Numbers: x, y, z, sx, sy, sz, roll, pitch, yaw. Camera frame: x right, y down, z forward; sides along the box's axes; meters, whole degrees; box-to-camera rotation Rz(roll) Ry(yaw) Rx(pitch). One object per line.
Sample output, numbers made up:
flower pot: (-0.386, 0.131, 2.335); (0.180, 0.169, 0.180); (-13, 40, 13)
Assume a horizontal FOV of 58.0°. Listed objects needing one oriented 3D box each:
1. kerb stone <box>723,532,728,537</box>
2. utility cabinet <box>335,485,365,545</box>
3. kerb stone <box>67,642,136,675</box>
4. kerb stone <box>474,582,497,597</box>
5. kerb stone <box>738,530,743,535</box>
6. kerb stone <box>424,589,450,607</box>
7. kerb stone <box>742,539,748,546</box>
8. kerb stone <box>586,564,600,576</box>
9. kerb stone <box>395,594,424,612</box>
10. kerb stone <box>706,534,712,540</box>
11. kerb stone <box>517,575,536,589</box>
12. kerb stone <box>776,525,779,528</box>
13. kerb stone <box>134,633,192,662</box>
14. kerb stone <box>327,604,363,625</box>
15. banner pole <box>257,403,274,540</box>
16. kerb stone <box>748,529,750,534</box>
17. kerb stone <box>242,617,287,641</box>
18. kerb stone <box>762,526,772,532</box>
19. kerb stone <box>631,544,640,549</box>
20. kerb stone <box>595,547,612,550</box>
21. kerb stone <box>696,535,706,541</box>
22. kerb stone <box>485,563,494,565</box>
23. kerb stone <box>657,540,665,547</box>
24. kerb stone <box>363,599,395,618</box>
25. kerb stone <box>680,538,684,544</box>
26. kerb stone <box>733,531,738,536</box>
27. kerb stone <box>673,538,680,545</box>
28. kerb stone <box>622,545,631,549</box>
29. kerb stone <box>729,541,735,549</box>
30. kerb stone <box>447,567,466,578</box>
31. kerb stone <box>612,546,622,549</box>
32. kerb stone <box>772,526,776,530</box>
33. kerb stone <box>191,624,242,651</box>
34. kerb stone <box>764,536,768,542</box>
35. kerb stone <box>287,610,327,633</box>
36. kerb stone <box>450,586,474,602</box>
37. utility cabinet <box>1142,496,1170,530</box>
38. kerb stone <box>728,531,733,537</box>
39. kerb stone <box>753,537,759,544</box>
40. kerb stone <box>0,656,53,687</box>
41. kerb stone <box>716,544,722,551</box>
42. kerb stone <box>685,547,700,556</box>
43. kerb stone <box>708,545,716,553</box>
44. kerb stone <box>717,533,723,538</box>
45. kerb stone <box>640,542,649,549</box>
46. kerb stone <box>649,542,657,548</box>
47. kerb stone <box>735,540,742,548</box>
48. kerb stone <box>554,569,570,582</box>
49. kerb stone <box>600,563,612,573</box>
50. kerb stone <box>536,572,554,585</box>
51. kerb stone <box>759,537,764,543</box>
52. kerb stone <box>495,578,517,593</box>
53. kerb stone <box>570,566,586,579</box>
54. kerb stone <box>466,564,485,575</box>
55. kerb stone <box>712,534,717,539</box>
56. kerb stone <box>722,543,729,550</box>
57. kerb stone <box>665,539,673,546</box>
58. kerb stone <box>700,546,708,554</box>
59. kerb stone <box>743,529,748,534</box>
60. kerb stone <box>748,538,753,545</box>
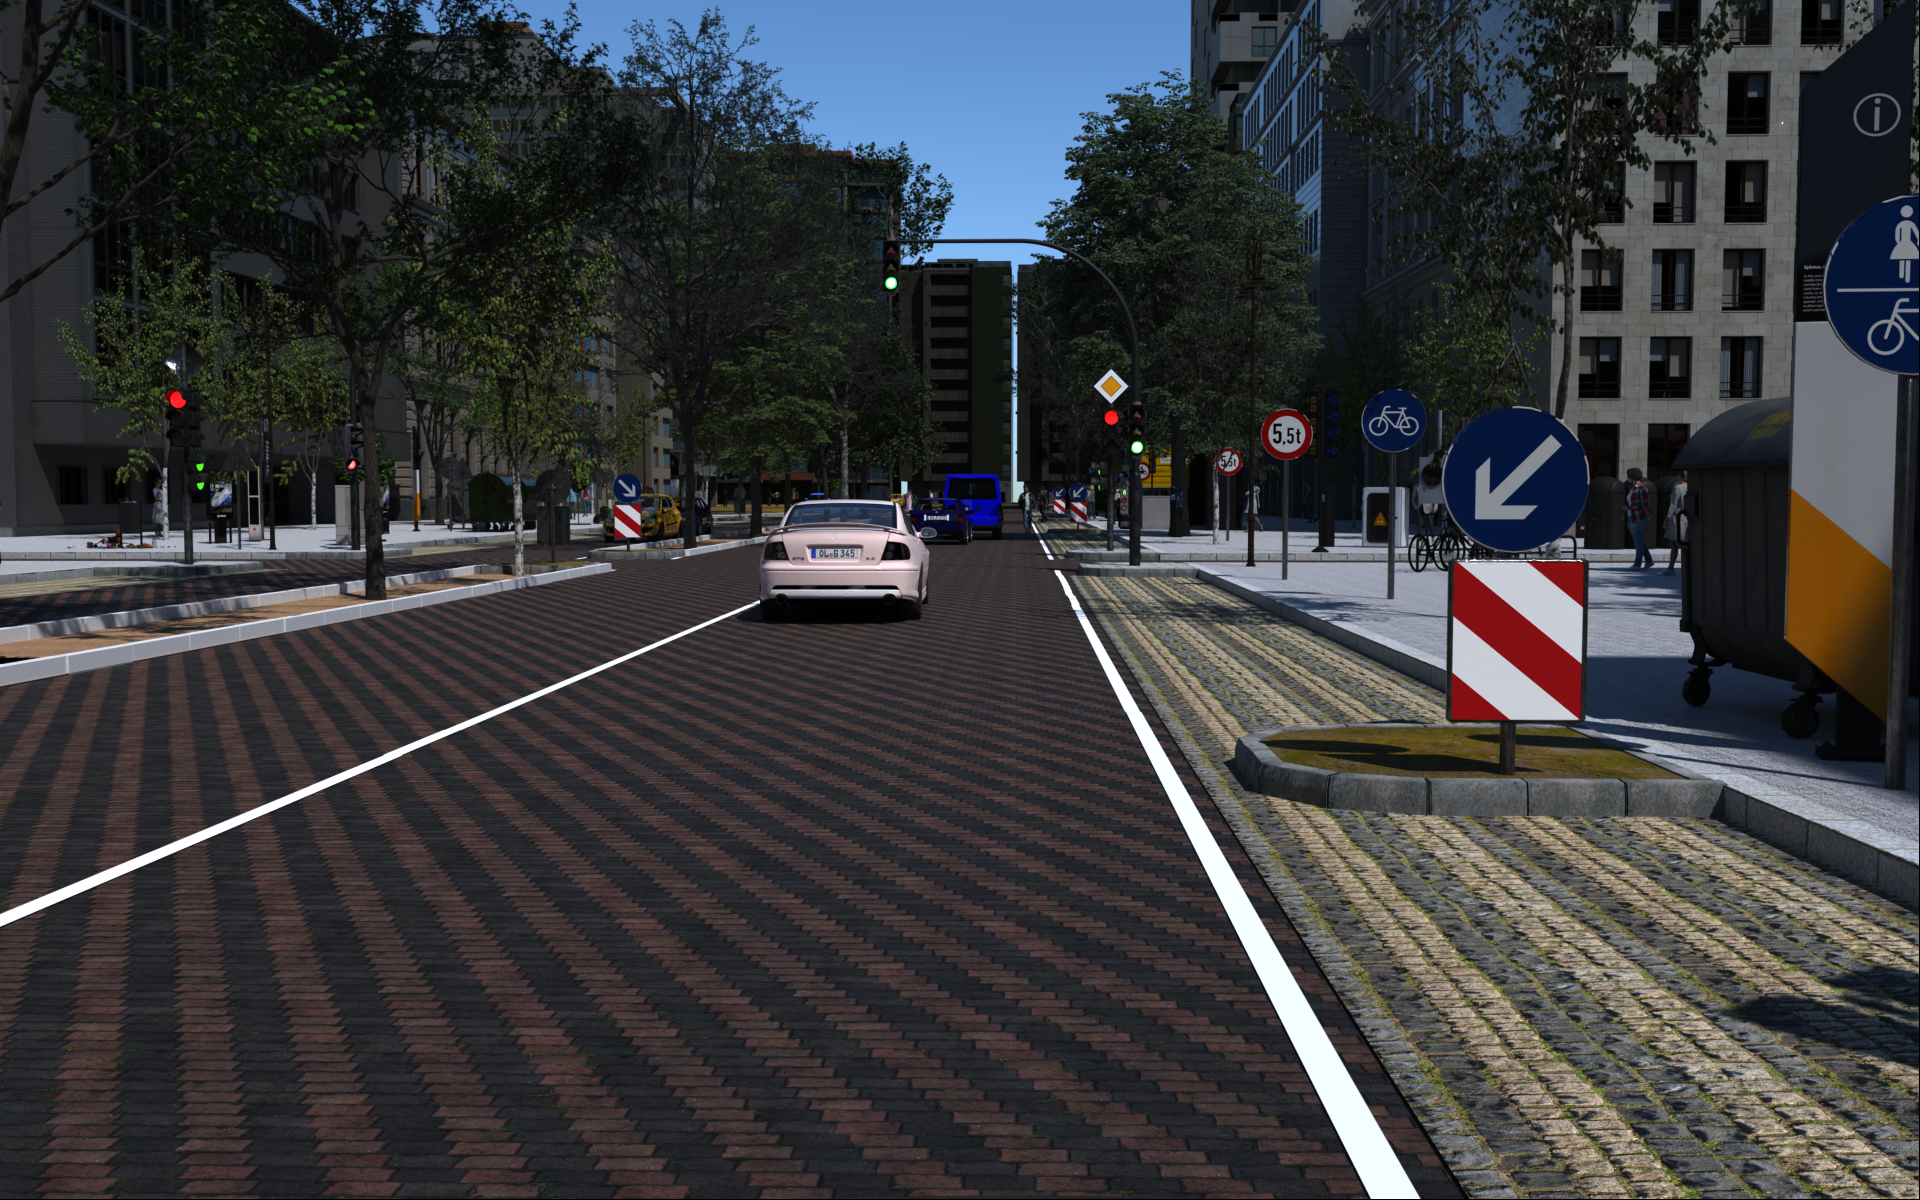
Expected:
kerb stone: (-7.834, -2.120, 56.863); (0.120, 0.150, 1.000); (0, 4, 2)
utility cabinet: (-15.306, -2.140, 43.665); (0.318, 1.500, 1.173); (0, 4, 8)
kerb stone: (-7.113, 0.487, 14.240); (0.120, 0.150, 1.000); (0, 4, 2)
kerb stone: (-6.787, -0.132, 24.465); (0.120, 0.150, 1.000); (0, 4, 2)
kerb stone: (-7.738, -2.309, 59.946); (0.120, 0.150, 1.000); (0, 4, 2)
kerb stone: (-6.854, -0.014, 22.421); (0.120, 0.150, 1.000); (0, 4, 2)
kerb stone: (-6.035, -1.551, 47.554); (0.120, 0.150, 1.000); (0, 4, 2)
kerb stone: (-6.586, -0.515, 30.622); (0.120, 0.150, 1.000); (0, 4, 2)
kerb stone: (-6.888, 0.052, 21.400); (0.120, 0.150, 1.000); (0, 4, 2)
kerb stone: (-7.940, -1.932, 53.780); (0.120, 0.150, 1.000); (0, 4, 2)
kerb stone: (-6.721, -0.264, 26.511); (0.120, 0.150, 1.000); (0, 4, 2)
kerb stone: (-7.435, -2.868, 69.160); (0.120, 0.150, 1.000); (0, 4, 2)
kerb stone: (-7.088, 0.424, 15.261); (0.120, 0.150, 1.000); (0, 4, 2)
kerb stone: (-6.954, 0.174, 19.353); (0.120, 0.150, 1.000); (0, 4, 2)
banner pole: (-19.170, -3.535, 47.810); (0.863, 3.779, 0.401); (3, 4, 39)
kerb stone: (-7.664, -2.434, 61.989); (0.120, 0.150, 1.000); (0, 4, 2)
kerb stone: (-7.026, 0.299, 17.305); (0.120, 0.150, 1.000); (0, 4, 2)
kerb stone: (-7.501, -2.747, 67.111); (0.120, 0.150, 1.000); (0, 4, 2)
kerb stone: (-8.268, -1.305, 43.533); (0.120, 0.150, 1.000); (0, 4, 2)
kerb stone: (-8.369, -1.117, 40.462); (0.120, 0.150, 1.000); (0, 4, 2)
kerb stone: (-7.964, -1.862, 52.758); (0.120, 0.150, 1.000); (0, 4, 2)
kerb stone: (-8.656, -0.578, 31.722); (0.120, 0.150, 1.000); (0, 4, 2)
kerb stone: (-8.169, -1.489, 46.620); (0.120, 0.150, 1.000); (0, 4, 2)
kerb stone: (-6.920, 0.111, 20.374); (0.120, 0.150, 1.000); (0, 4, 2)
kerb stone: (-8.071, -1.682, 49.689); (0.120, 0.150, 1.000); (0, 4, 2)
kerb stone: (-7.768, -2.246, 58.917); (0.120, 0.150, 1.000); (0, 4, 2)
kerb stone: (-8.098, -1.619, 48.665); (0.120, 0.150, 1.000); (0, 4, 2)
kerb stone: (-8.305, -1.243, 42.512); (0.120, 0.150, 1.000); (0, 4, 2)
kerb stone: (-6.114, -1.419, 45.507); (0.120, 0.150, 1.000); (0, 4, 2)
kerb stone: (-8.719, -0.452, 29.677); (0.120, 0.150, 1.000); (0, 4, 2)
kerb stone: (-8.336, -1.180, 41.486); (0.120, 0.150, 1.000); (0, 4, 2)
kerb stone: (-7.477, -2.810, 68.133); (0.120, 0.150, 1.000); (0, 4, 2)
kerb stone: (-7.057, 0.362, 16.283); (0.120, 0.150, 1.000); (0, 4, 2)
kerb stone: (-5.909, -1.801, 51.646); (0.120, 0.150, 1.000); (0, 4, 2)
kerb stone: (-6.983, 0.237, 18.326); (0.120, 0.150, 1.000); (0, 4, 2)
kerb stone: (-6.826, -0.076, 23.443); (0.120, 0.150, 1.000); (0, 4, 2)
utility cabinet: (7.065, -3.126, 62.266); (1.020, 1.237, 0.306); (1, 4, 12)
kerb stone: (-7.804, -2.183, 57.889); (0.120, 0.150, 1.000); (0, 4, 2)
kerb stone: (-5.971, -1.668, 49.600); (0.120, 0.150, 1.000); (0, 4, 2)
kerb stone: (-7.157, 0.549, 13.218); (0.120, 0.150, 1.000); (0, 4, 2)
kerb stone: (-6.177, -1.297, 43.457); (0.120, 0.150, 1.000); (0, 4, 2)
kerb stone: (-6.263, -1.113, 40.387); (0.120, 0.150, 1.000); (0, 4, 2)
kerb stone: (-6.199, -1.237, 42.431); (0.120, 0.150, 1.000); (0, 4, 2)
kerb stone: (-7.869, -2.056, 55.840); (0.120, 0.150, 1.000); (0, 4, 2)
kerb stone: (-8.232, -1.365, 44.565); (0.120, 0.150, 1.000); (0, 4, 2)
kerb stone: (-8.208, -1.431, 45.594); (0.120, 0.150, 1.000); (0, 4, 2)
kerb stone: (-6.070, -1.488, 46.533); (0.120, 0.150, 1.000); (0, 4, 2)
kerb stone: (-6.657, -0.385, 28.566); (0.120, 0.150, 1.000); (0, 4, 2)
kerb stone: (-6.545, -0.578, 31.653); (0.120, 0.150, 1.000); (0, 4, 2)
kerb stone: (-6.685, -0.323, 27.535); (0.120, 0.150, 1.000); (0, 4, 2)
kerb stone: (-5.935, -1.738, 50.621); (0.120, 0.150, 1.000); (0, 4, 2)
kerb stone: (-6.759, -0.201, 25.490); (0.120, 0.150, 1.000); (0, 4, 2)
kerb stone: (-6.621, -0.451, 29.599); (0.120, 0.150, 1.000); (0, 4, 2)
kerb stone: (-8.684, -0.520, 30.700); (0.120, 0.150, 1.000); (0, 4, 2)
kerb stone: (-7.907, -1.994, 54.805); (0.120, 0.150, 1.000); (0, 4, 2)
kerb stone: (-6.129, -1.363, 44.478); (0.120, 0.150, 1.000); (0, 4, 2)
kerb stone: (-8.129, -1.556, 47.643); (0.120, 0.150, 1.000); (0, 4, 2)
kerb stone: (-6.234, -1.174, 41.409); (0.120, 0.150, 1.000); (0, 4, 2)
kerb stone: (-7.704, -2.371, 60.967); (0.120, 0.150, 1.000); (0, 4, 2)
kerb stone: (-6.009, -1.611, 48.578); (0.120, 0.150, 1.000); (0, 4, 2)
